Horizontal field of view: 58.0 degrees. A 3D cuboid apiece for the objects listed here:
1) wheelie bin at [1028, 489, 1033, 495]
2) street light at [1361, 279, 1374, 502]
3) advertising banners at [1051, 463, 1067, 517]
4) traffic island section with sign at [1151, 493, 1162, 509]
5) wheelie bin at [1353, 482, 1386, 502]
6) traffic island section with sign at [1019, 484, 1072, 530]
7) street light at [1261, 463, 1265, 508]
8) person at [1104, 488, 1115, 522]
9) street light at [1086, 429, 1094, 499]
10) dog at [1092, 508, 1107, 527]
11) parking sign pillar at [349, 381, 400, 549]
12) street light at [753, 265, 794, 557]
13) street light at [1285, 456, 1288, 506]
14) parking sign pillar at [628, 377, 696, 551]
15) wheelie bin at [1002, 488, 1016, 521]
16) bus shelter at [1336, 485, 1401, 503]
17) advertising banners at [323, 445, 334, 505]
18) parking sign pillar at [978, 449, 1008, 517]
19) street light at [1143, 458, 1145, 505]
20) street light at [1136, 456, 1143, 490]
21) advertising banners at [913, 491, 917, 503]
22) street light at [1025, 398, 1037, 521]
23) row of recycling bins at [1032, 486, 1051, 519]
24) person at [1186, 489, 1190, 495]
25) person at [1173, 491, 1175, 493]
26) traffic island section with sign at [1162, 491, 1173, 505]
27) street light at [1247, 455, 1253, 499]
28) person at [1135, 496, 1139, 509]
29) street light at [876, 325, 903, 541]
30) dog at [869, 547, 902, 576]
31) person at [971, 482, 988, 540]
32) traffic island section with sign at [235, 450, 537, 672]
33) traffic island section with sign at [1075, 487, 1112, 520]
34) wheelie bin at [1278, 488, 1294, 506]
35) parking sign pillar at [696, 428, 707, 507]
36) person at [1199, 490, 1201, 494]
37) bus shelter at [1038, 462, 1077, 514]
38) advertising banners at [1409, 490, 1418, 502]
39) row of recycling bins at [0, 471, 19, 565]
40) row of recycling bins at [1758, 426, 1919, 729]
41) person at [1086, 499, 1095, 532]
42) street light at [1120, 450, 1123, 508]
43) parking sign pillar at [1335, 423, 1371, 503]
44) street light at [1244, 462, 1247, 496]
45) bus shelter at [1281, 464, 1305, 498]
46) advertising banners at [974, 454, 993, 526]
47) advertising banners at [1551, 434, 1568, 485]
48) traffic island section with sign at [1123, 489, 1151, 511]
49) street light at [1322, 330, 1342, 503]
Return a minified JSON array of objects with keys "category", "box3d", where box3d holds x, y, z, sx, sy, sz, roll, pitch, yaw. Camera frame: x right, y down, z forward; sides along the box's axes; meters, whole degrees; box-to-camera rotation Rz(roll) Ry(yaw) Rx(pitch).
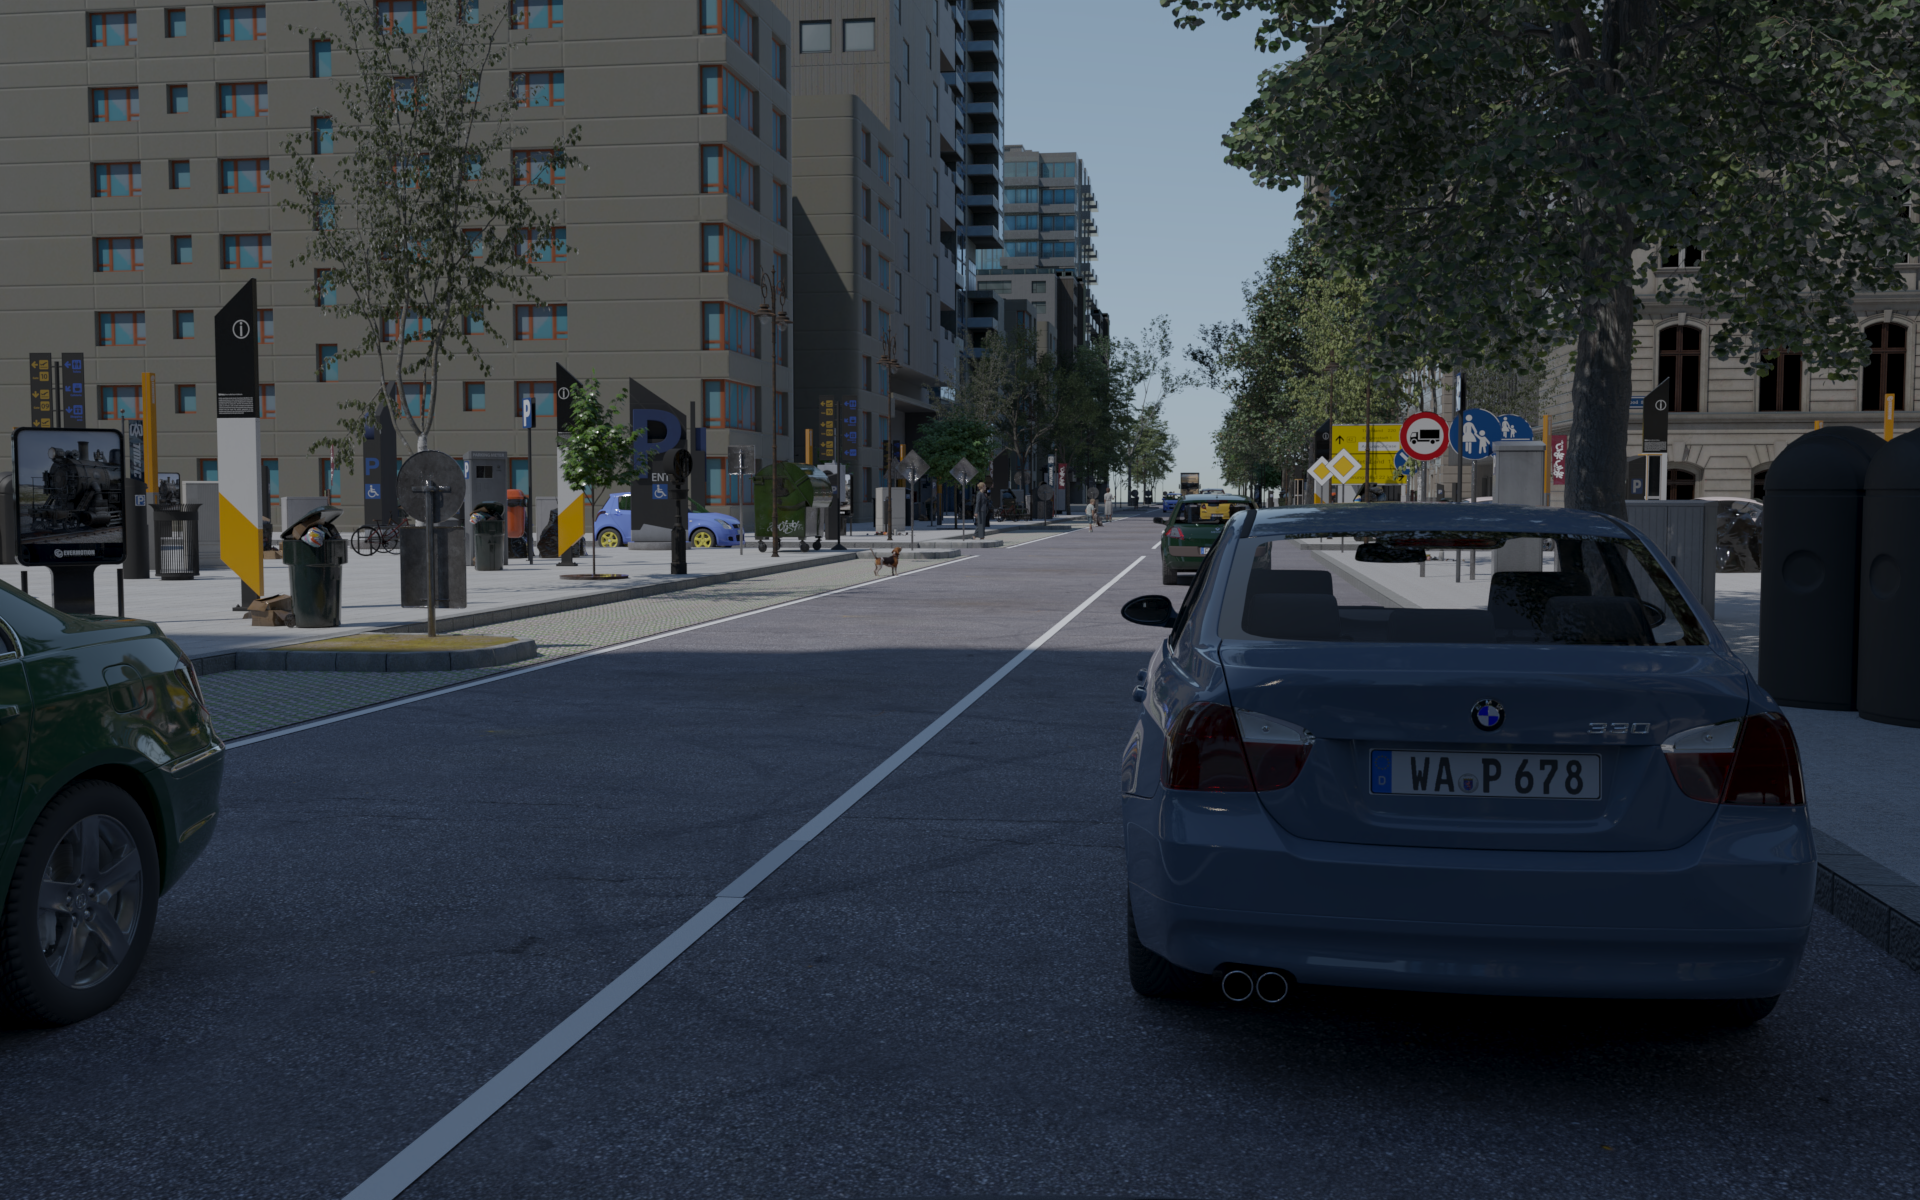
[{"category":"wheelie bin","box3d":[4.849,-6.471,113.708,0.980,1.594,0.693,-2,4,-24]},{"category":"street light","box3d":[8.795,-3.947,37.328,0.468,5.910,1.993,1,4,8]},{"category":"advertising banners","box3d":[5.066,-6.234,98.112,2.074,3.025,0.090,-1,4,-9]},{"category":"traffic island section with sign","box3d":[18.780,-10.002,172.155,1.989,1.847,2.006,1,4,8]},{"category":"wheelie bin","box3d":[11.117,-2.386,46.920,0.980,1.594,0.693,-3,5,-42]},{"category":"traffic island section with sign","box3d":[3.468,-3.739,69.762,1.989,1.847,2.006,1,4,8]},{"category":"street light","box3d":[21.918,-9.358,125.794,0.468,5.910,1.993,1,4,8]},{"category":"person","box3d":[7.591,-4.819,87.853,0.480,1.755,0.524,1,4,22]},{"category":"street light","box3d":[9.458,-9.206,123.307,0.468,5.910,1.993,1,4,8]},{"category":"dog","box3d":[6.162,-3.631,76.207,0.800,0.831,0.513,0,4,4]},{"category":"parking sign pillar","box3d":[-13.611,-3.192,40.666,1.447,3.967,1.447,0,4,-2]},{"category":"street light","box3d":[-3.760,-3.810,35.079,0.468,5.910,1.993,1,4,8]},{"category":"street light","box3d":[15.817,-6.790,83.803,0.468,5.910,1.993,1,4,8]},{"category":"parking sign pillar","box3d":[-6.935,-3.145,39.899,1.447,3.967,1.447,-1,4,-13]},{"category":"wheelie bin","box3d":[2.368,-4.649,83.921,0.693,1.594,0.980,0,4,-6]},{"category":"bus shelter","box3d":[12.592,-3.646,53.531,2.014,3.302,5.546,1,4,8]},{"category":"advertising banners","box3d":[-20.574,-3.687,56.465,0.090,3.025,2.074,-2,4,-27]},{"category":"parking sign pillar","box3d":[2.110,-6.721,98.366,1.447,3.967,1.447,-3,4,-37]},{"category":"street light","box3d":[21.847,-14.257,205.890,0.468,5.910,1.993,1,4,8]},{"category":"street light","box3d":[19.808,-13.485,193.261,0.468,5.910,1.993,1,4,8]},{"category":"advertising banners","box3d":[-2.459,-5.800,91.025,2.074,3.025,0.090,1,4,18]},{"category":"street light","box3d":[3.427,-6.761,83.333,0.468,5.910,1.993,1,4,8]},{"category":"row of recycling bins","box3d":[4.304,-5.146,91.243,1.069,1.692,3.534,0,4,4]},{"category":"person","box3d":[14.609,-6.266,111.291,0.374,1.781,0.599,0,4,-6]},{"category":"person","box3d":[22.376,-10.513,181.096,1.217,1.735,0.721,0,4,-8]},{"category":"traffic island section with sign","box3d":[26.888,-13.316,226.338,1.989,1.847,2.006,1,4,8]},{"category":"street light","box3d":[27.078,-11.473,160.373,0.468,5.910,1.993,1,4,8]},{"category":"person","box3d":[15.204,-8.390,148.915,0.421,1.427,0.697,0,4,1]},{"category":"street light","box3d":[-1.936,-4.580,47.669,0.468,5.910,1.993,1,4,8]},{"category":"dog","box3d":[-1.286,-0.666,30.177,0.406,0.507,0.540,1,4,21]},{"category":"person","box3d":[0.584,-2.566,50.878,0.534,1.772,0.576,0,4,-7]},{"category":"traffic island section with sign","box3d":[-4.754,-0.378,14.812,1.989,1.847,2.006,1,4,8]},{"category":"traffic island section with sign","box3d":[7.453,-5.375,96.502,1.989,1.847,2.006,1,4,8]},{"category":"wheelie bin","box3d":[18.080,-5.397,96.143,0.693,1.594,0.980,-3,4,-37]},{"category":"parking sign pillar","box3d":[-7.726,-3.825,51.014,1.447,3.967,1.447,-1,4,-9]},{"category":"person","box3d":[24.814,-10.407,178.738,1.350,1.814,0.705,-1,4,-12]},{"category":"bus shelter","box3d":[6.362,-7.270,112.787,2.014,3.302,5.546,1,4,9]},{"category":"advertising banners","box3d":[16.692,-4.142,63.909,0.090,3.025,2.074,2,4,26]},{"category":"row of recycling bins","box3d":[-18.578,-1.467,31.092,3.534,1.692,1.069,-2,4,-25]},{"category":"row of recycling bins","box3d":[5.720,-0.132,9.264,1.069,1.692,3.534,-1,4,-18]},{"category":"person","box3d":[4.895,-3.167,64.963,0.352,1.250,0.332,0,4,-5]},{"category":"street light","box3d":[14.742,-11.369,158.668,0.468,5.910,1.993,1,4,8]},{"category":"parking sign pillar","box3d":[14.536,-4.616,63.946,1.447,3.967,1.447,1,4,14]},{"category":"street light","box3d":[32.335,-13.609,195.287,0.468,5.910,1.993,1,4,8]},{"category":"bus shelter","box3d":[21.521,-7.435,112.840,1.731,3.624,6.357,1,4,8]},{"category":"advertising banners","box3d":[1.004,-4.559,70.727,0.090,3.025,2.074,2,4,24]},{"category":"advertising banners","box3d":[18.209,-3.325,50.544,2.074,3.025,0.090,3,4,38]},{"category":"traffic island section with sign","box3d":[14.662,-8.320,144.656,1.989,1.847,2.006,1,4,8]},{"category":"street light","box3d":[10.489,-4.659,48.968,0.468,5.910,1.993,1,4,8]}]
